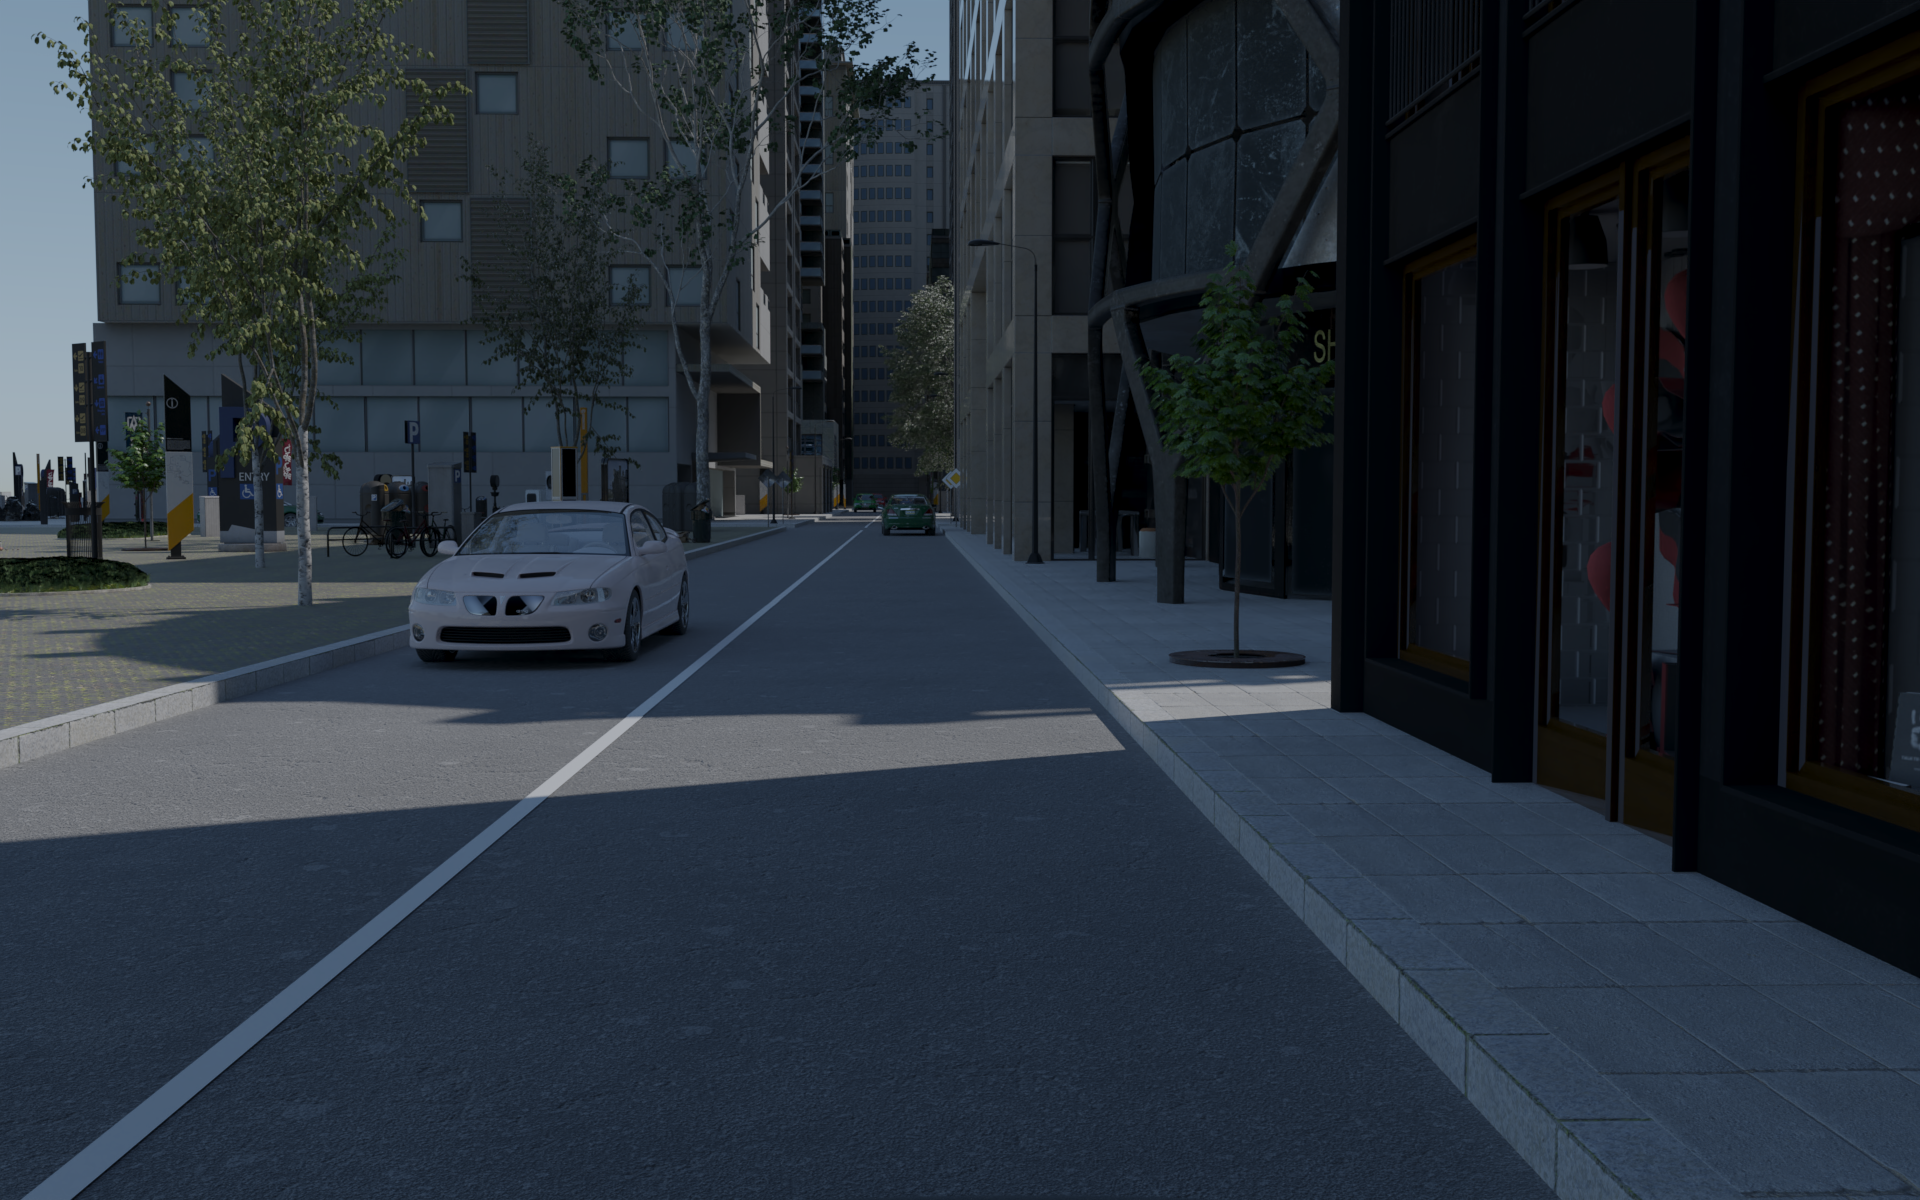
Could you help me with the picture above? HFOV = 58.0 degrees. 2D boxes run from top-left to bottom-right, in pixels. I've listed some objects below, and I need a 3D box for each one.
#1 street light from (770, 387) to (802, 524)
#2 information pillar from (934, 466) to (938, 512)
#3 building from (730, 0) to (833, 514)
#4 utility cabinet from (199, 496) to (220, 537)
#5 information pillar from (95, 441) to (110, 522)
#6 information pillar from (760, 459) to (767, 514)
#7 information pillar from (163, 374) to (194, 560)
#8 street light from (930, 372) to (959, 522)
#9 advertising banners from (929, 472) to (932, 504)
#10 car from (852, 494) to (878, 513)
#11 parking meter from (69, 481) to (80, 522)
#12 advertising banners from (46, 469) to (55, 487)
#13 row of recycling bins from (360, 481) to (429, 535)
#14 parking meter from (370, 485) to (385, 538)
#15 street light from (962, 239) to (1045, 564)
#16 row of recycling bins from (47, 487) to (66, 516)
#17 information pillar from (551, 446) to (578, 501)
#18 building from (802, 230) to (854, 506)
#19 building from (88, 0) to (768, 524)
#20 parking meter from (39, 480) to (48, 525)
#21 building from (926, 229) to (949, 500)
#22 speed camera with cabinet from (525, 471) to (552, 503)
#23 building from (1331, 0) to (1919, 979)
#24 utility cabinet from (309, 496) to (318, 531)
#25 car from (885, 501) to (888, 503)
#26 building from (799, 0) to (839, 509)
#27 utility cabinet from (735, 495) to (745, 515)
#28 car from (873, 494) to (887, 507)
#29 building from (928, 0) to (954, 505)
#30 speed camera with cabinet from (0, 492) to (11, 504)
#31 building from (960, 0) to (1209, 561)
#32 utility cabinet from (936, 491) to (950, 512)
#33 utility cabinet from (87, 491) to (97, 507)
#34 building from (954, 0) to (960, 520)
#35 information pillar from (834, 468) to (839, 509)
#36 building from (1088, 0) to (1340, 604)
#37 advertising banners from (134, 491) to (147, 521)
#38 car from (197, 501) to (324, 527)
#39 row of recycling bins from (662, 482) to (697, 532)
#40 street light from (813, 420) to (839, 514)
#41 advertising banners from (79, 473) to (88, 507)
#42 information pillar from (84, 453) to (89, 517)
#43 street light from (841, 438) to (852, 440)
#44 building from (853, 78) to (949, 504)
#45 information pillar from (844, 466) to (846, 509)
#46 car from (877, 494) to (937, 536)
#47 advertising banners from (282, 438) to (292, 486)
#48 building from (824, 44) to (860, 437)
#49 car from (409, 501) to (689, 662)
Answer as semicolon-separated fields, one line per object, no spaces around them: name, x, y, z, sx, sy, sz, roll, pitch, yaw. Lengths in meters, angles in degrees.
street light;-7.534;-6.265;74.977;1.470;5.913;1.316;0;4;-2
information pillar;-1.717;-8.044;122.873;0.183;3.616;0.504;-3;4;-36
building;-19.236;-41.557;117.703;20.563;71.187;20.611;0;4;-2
utility cabinet;-22.373;-2.511;52.223;0.306;1.237;1.020;2;4;33
information pillar;-31.727;-4.447;64.065;0.183;3.616;0.504;2;4;24
information pillar;-12.434;-7.221;109.418;0.504;3.616;0.183;-1;4;-9
information pillar;-15.347;-2.608;33.997;0.504;3.616;0.183;-2;4;-32
street light;-0.290;-5.726;66.166;1.470;5.913;1.316;0;4;-2
advertising banners;-2.336;-8.615;137.048;0.090;3.025;2.074;0;4;-5
car;-7.417;-7.734;135.240;1.959;1.807;4.718;0;4;-3
parking meter;-40.814;-4.534;79.835;0.399;1.863;0.255;-3;4;-39
advertising banners;-64.569;-7.659;121.413;2.074;3.025;0.090;-1;4;-17
row of recycling bins;-17.797;-2.992;56.035;1.069;1.692;3.534;3;4;37
parking meter;-15.844;-2.369;47.145;0.372;1.533;0.369;0;3;0
street light;0.843;-3.621;31.750;1.470;5.913;1.316;0;4;-2
row of recycling bins;-53.109;-5.781;101.638;1.069;1.692;3.534;-1;4;-20
information pillar;-6.129;-1.369;26.879;0.304;2.012;0.304;-3;5;-41
building;-18.835;-25.426;187.417;14.160;30.474;14.107;0;4;-2
building;-23.828;-30.390;86.116;28.713;52.752;27.495;0;4;-2
parking meter;-38.636;-4.117;73.024;0.255;1.863;0.399;-2;4;-23
building;3.772;-25.598;190.222;14.160;30.474;14.107;0;4;-2
speed camera with cabinet;-15.844;-4.401;66.296;2.038;3.252;0.660;3;5;42
building;8.613;-10.538;1.976;12.332;23.373;15.834;0;4;-2
utility cabinet;-22.700;-3.031;60.719;0.306;1.237;1.020;-1;4;-19
car;-4.063;-6.302;115.620;1.945;1.354;3.894;0;4;-1
building;-22.584;-52.012;163.068;22.319;86.520;31.000;0;4;-2
utility cabinet;-13.694;-5.805;106.071;1.020;1.237;0.306;0;4;-6
car;-8.177;-9.713;167.847;2.155;1.783;4.494;0;4;-4
building;7.176;-44.862;171.749;20.563;71.187;20.611;0;4;-2
speed camera with cabinet;-65.739;-7.578;118.236;0.660;3.252;2.038;1;4;11
building;10.107;-14.986;49.543;19.350;26.468;34.151;0;4;-2
utility cabinet;-1.314;-7.071;124.292;1.173;1.500;0.318;-2;4;-27
utility cabinet;-62.148;-7.052;123.984;0.318;1.500;1.173;-1;4;-11
building;14.038;-33.046;82.307;28.212;58.520;21.231;0;4;-2
information pillar;-10.583;-9.598;148.284;0.504;3.616;0.183;-1;4;-11
building;10.128;-9.578;24.050;16.820;18.784;16.811;0;4;-2
advertising banners;-29.909;-4.107;63.329;0.090;3.025;2.074;-3;5;-39
car;-28.544;-3.608;70.794;4.920;1.459;2.131;0;4;-3
row of recycling bins;-9.575;-3.251;60.265;1.069;1.692;3.534;-2;4;-25
street light;-8.589;-8.363;109.272;1.470;5.913;1.316;0;4;-2
advertising banners;-74.055;-9.139;145.615;0.090;3.025;2.074;1;4;19
information pillar;-49.501;-6.530;98.117;0.183;3.616;0.504;-2;4;-26
street light;-9.652;-10.460;143.566;1.470;5.913;1.316;0;4;-2
building;-8.355;-42.881;243.104;28.212;58.520;21.231;0;4;-2
information pillar;-9.671;-9.405;145.133;0.183;3.616;0.504;-1;4;-13
car;-1.834;-3.013;61.062;2.131;1.459;4.920;0;4;-4
advertising banners;-21.456;-3.521;53.754;0.090;3.025;2.074;2;4;27
building;-26.235;-37.968;210.016;27.495;52.752;28.713;0;4;-2
car;-3.709;-0.241;16.305;2.083;1.381;4.827;0;4;0
